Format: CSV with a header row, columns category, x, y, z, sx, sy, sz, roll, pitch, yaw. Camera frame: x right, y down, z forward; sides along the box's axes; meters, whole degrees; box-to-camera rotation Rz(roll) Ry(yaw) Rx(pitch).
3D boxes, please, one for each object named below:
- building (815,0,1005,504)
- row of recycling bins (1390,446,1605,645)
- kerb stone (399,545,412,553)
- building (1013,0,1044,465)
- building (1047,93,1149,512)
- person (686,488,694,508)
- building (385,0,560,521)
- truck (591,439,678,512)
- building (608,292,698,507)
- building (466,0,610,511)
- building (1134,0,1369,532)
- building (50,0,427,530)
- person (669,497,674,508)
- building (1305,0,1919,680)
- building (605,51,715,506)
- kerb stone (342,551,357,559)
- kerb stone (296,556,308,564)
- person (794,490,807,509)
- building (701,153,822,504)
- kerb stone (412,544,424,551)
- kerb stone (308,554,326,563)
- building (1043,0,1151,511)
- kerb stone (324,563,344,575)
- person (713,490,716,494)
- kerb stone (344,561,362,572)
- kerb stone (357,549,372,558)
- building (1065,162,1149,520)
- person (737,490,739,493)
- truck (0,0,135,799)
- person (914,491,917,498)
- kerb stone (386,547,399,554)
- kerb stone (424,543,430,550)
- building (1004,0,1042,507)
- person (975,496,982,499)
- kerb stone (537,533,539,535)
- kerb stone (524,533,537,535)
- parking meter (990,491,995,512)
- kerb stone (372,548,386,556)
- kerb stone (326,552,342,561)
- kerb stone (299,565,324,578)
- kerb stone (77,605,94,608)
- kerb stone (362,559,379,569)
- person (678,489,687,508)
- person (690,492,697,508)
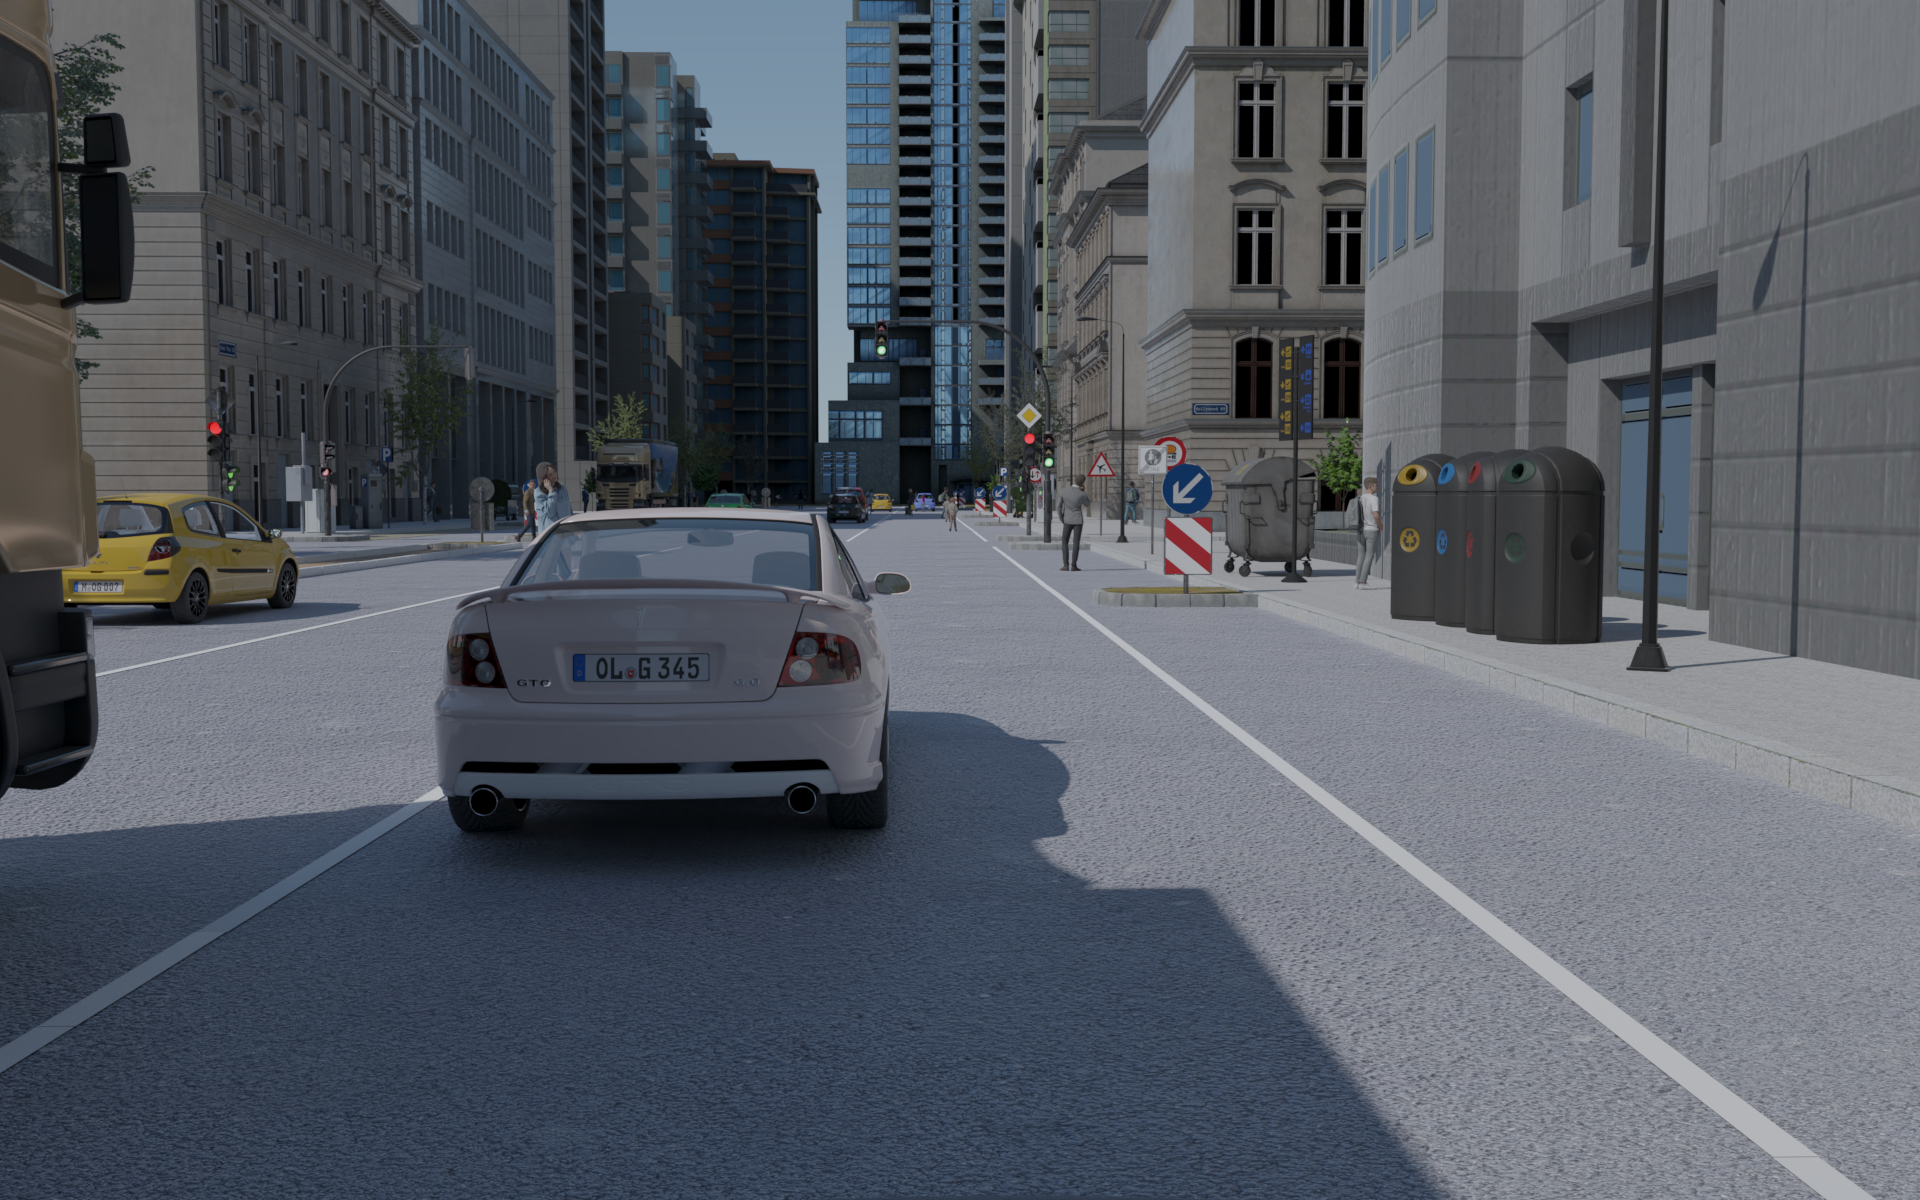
category,x,y,z,sx,sy,sz,roll,pitch,yaw
building,-2.812,-55.787,224.787,31.000,86.520,22.319,0,4,-1
row of recycling bins,5.049,-0.571,16.441,1.069,1.692,3.534,0,4,-5
kerb stone,-13.703,-1.229,42.429,0.120,0.150,1.000,0,4,-1
building,19.845,-34.875,159.449,28.713,52.752,27.495,0,4,-1
building,13.548,-20.160,117.013,14.401,28.519,23.554,0,4,-1
person,-24.520,-9.222,156.903,0.705,1.814,1.350,-3,4,-36
building,-30.973,-19.477,95.944,11.434,29.767,29.804,0,4,-1
truck,-16.708,-6.165,89.709,2.839,4.237,11.283,0,3,0
building,-40.511,-19.440,162.883,27.650,21.520,28.899,0,4,-1
building,-36.868,-42.720,136.728,20.563,71.187,20.611,0,4,-1
building,24.488,-14.912,62.903,34.723,24.649,14.460,0,4,-1
building,-30.781,-16.596,68.613,12.463,27.353,25.104,0,4,-1
person,-24.098,-8.421,144.653,0.541,1.710,0.530,3,4,37
building,16.838,-29.454,23.576,21.231,58.520,28.212,0,4,-1
building,-42.598,-34.773,188.152,30.456,49.044,23.786,0,4,-1
kerb stone,-13.631,-0.987,38.337,0.120,0.150,1.000,0,4,-1
kerb stone,-13.559,-0.796,35.256,0.120,0.150,1.000,0,4,-1
person,-15.052,-9.471,163.367,1.348,1.822,0.705,-1,4,-13
building,-32.730,-34.887,225.021,28.867,44.769,22.147,0,4,-1
kerb stone,-13.728,-1.300,43.456,0.120,0.150,1.000,0,4,-1
kerb stone,-13.576,-0.860,36.281,0.120,0.150,1.000,0,4,-1
building,13.570,-27.848,138.917,14.154,41.232,14.086,0,4,-1
kerb stone,-11.373,-0.551,31.209,0.120,0.150,1.000,0,4,-1
person,-24.943,-10.289,174.988,0.721,1.735,1.217,1,4,19
kerb stone,-11.394,-0.614,32.232,0.120,0.150,1.000,0,4,-1
kerb stone,-13.641,-1.050,39.363,0.120,0.150,1.000,0,4,-1
building,11.804,-14.083,94.880,10.561,19.102,19.286,0,4,-1
person,-26.106,-11.994,202.859,0.721,1.735,1.217,-1,4,-17
truck,-4.077,-0.758,1.311,2.839,4.237,11.283,0,4,-2
person,-4.966,-11.551,198.140,0.721,1.735,1.217,0,4,8
kerb stone,-13.681,-1.175,41.407,0.120,0.150,1.000,0,4,-1
kerb stone,-13.747,-1.358,44.485,0.120,0.150,1.000,0,4,-1
building,15.320,-39.449,186.988,21.231,58.520,28.212,0,4,-1
person,2.172,-10.966,186.017,1.217,1.739,0.721,1,4,23
kerb stone,-14.009,-2.149,57.335,0.120,0.150,1.000,0,4,-1
kerb stone,-13.993,-2.087,56.313,0.120,0.150,1.000,0,4,-1
parking meter,2.299,-7.009,123.004,0.372,1.533,0.369,0,3,0
kerb stone,-13.666,-1.112,40.384,0.120,0.150,1.000,0,4,-1
kerb stone,-13.605,-0.917,37.312,0.120,0.150,1.000,0,4,-1
kerb stone,-11.357,-0.489,30.187,0.120,0.150,1.000,0,4,-1
kerb stone,-11.184,0.013,21.982,0.120,0.150,1.000,0,4,-1
kerb stone,-11.419,-0.667,33.254,0.120,0.150,1.000,0,4,-1
person,-24.942,-9.056,154.833,0.721,1.735,1.217,3,5,42
person,-24.379,-9.110,158.216,0.697,1.427,0.421,1,4,13
